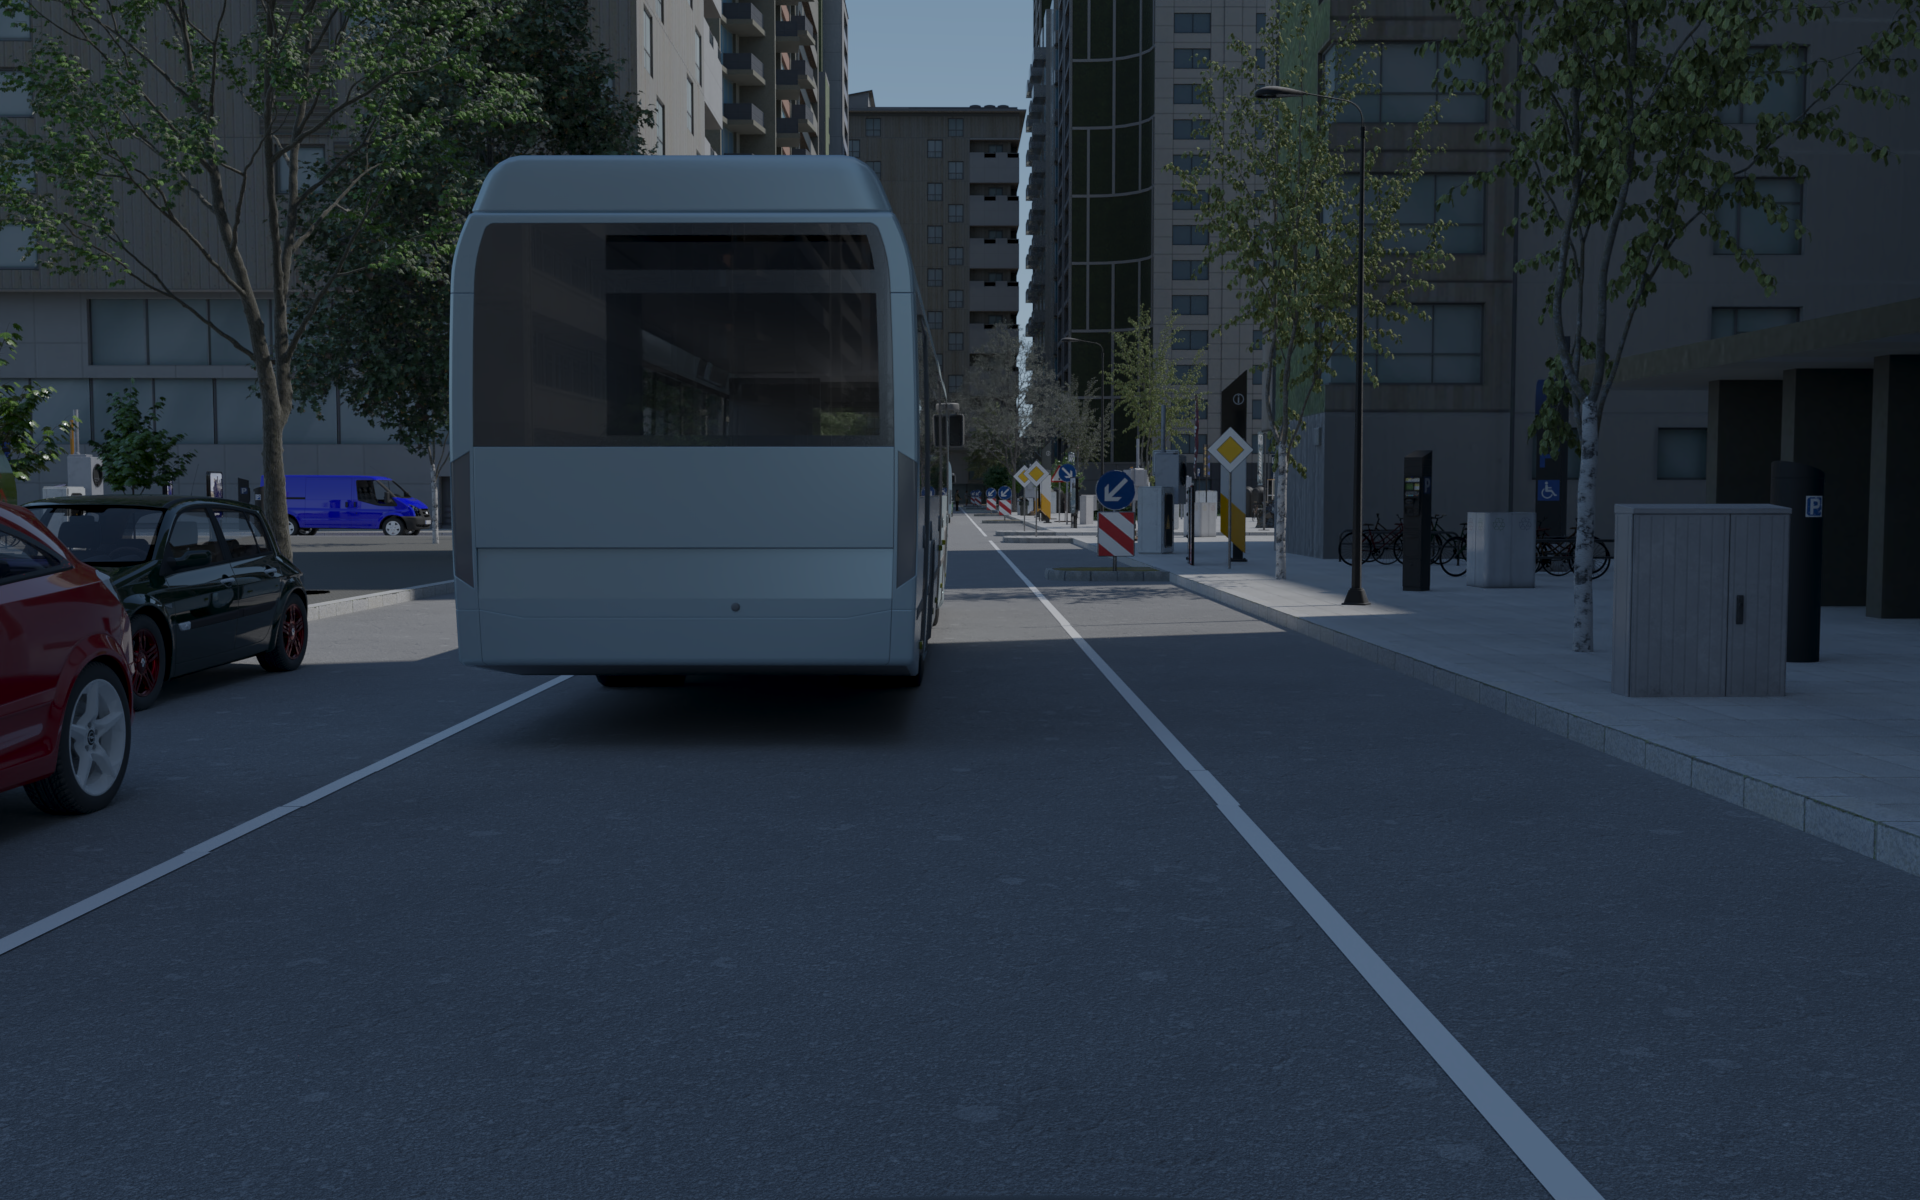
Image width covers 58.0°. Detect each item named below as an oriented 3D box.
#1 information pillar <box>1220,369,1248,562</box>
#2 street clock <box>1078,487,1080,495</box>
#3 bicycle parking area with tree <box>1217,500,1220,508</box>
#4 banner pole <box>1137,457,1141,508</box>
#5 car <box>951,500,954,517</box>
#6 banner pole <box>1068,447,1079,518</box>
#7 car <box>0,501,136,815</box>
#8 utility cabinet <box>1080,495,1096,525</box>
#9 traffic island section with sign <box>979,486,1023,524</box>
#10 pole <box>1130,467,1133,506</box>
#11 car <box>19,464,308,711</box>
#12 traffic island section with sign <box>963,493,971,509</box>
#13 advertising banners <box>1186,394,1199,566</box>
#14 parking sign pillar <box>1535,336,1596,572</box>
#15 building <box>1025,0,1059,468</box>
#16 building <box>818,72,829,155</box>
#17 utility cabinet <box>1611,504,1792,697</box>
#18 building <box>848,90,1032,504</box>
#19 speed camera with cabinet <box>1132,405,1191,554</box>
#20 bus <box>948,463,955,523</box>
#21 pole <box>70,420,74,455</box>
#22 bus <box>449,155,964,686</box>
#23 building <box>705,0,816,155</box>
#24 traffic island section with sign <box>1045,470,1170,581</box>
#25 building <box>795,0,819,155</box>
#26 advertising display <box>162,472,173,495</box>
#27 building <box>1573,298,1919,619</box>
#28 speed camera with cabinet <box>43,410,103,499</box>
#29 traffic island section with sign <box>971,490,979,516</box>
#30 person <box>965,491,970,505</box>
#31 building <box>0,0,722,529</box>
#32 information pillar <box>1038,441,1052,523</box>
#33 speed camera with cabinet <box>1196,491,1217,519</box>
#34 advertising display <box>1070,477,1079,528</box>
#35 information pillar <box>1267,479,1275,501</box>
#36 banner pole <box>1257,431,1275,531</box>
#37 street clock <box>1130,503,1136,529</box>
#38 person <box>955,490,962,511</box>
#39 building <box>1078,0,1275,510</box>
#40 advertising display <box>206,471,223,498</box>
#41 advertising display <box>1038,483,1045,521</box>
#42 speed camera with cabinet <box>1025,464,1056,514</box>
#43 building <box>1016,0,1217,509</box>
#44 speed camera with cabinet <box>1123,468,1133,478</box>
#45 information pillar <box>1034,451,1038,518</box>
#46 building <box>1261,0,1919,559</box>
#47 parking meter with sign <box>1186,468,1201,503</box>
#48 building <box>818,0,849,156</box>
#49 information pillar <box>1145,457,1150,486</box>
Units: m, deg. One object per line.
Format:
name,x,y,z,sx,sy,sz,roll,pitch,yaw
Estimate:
information pillar,5.185,-2.531,32.729,0.504,3.616,0.183,1,4,18
street clock,7.477,-6.501,110.855,0.471,2.002,0.358,0,4,-3
bicycle parking area with tree,20.810,-7.771,114.058,8.231,4.147,9.016,2,4,23
banner pole,10.684,-6.948,103.624,0.401,3.779,0.863,-1,4,-11
car,-1.395,-6.039,110.536,2.131,1.459,4.920,0,4,-2
banner pole,6.041,-6.226,91.806,0.863,3.779,0.401,-2,4,-34
car,-4.739,0.166,6.330,2.155,1.783,4.494,0,4,-1
utility cabinet,5.339,-3.790,73.127,0.306,1.237,1.020,1,4,22
traffic island section with sign,2.070,-4.665,84.903,1.989,1.847,2.006,0,4,0
pole,12.907,-8.360,130.529,0.158,3.312,0.155,0,3,0
car,-6.232,-0.175,12.640,2.009,1.686,4.222,0,3,0
traffic island section with sign,1.553,-9.350,161.493,1.989,1.847,2.006,0,4,0
advertising banners,4.192,-2.144,31.240,0.090,3.025,2.074,0,4,4
parking sign pillar,9.953,-2.485,29.099,1.447,3.967,1.447,1,4,23
building,17.908,-33.719,170.915,23.786,49.044,30.456,0,4,0
building,-19.692,-29.312,162.852,14.154,41.232,14.086,0,4,0
utility cabinet,4.721,0.007,11.042,1.020,1.237,0.306,0,4,-3
building,-3.265,-39.475,234.657,27.495,52.752,28.713,0,4,0
speed camera with cabinet,4.433,-2.659,37.808,0.660,3.252,2.038,1,4,22
bus,-1.701,-5.702,88.082,2.948,3.499,13.247,0,4,0
pole,-24.403,-3.298,47.772,0.158,3.312,0.155,0,3,0
bus,-1.462,-1.296,16.052,2.948,3.499,13.247,0,4,0
building,-21.190,-28.149,114.863,22.147,44.769,28.867,0,4,0
traffic island section with sign,2.458,-1.269,29.368,1.989,1.847,2.006,0,4,0
building,-23.201,-31.871,144.795,21.300,48.544,21.600,0,4,0
advertising display,-20.036,-2.361,43.822,0.123,1.923,0.974,-1,4,-17
building,19.152,-21.625,8.193,22.147,44.769,28.867,0,4,0
speed camera with cabinet,-20.445,-2.790,39.950,0.660,3.252,2.038,0,4,-5
traffic island section with sign,1.893,-6.314,111.857,1.989,1.847,2.006,0,4,0
person,0.794,-11.369,194.385,0.705,1.824,1.348,2,4,23
building,-25.062,-29.671,74.358,28.713,52.752,27.495,0,4,0
information pillar,3.779,-5.173,75.927,0.504,3.616,0.183,-2,4,-31
speed camera with cabinet,12.012,-5.729,88.007,2.038,3.252,0.660,-1,4,-10
advertising display,4.280,-3.656,64.993,0.123,1.923,0.974,-1,4,-9
information pillar,15.493,-4.994,86.145,0.304,2.012,0.304,3,5,41
banner pole,10.595,-4.328,60.776,0.401,3.779,0.863,2,4,33
street clock,6.377,-3.629,63.897,0.358,2.002,0.471,-2,4,-27
person,-0.199,-8.383,145.651,0.705,1.812,1.348,-1,4,-21
building,16.818,-43.185,144.321,20.563,71.187,20.611,0,4,0
advertising display,-21.291,-2.709,49.501,0.123,1.923,0.974,0,4,-4
advertising display,3.938,-4.663,81.453,0.123,1.923,0.974,2,4,29
speed camera with cabinet,5.292,-7.308,113.822,2.038,3.252,0.660,0,4,1
building,16.702,-46.328,195.717,20.563,71.187,20.611,0,4,0
speed camera with cabinet,6.903,-4.168,62.484,2.038,3.252,0.660,-2,4,-25
information pillar,4.290,-6.309,94.503,0.504,3.616,0.183,2,4,34
building,14.123,-21.783,39.754,14.154,41.232,14.086,0,4,0
parking meter with sign,15.311,-7.359,116.572,1.738,3.016,0.543,-1,4,-11
building,-26.895,-40.055,196.904,28.212,58.520,21.231,0,4,0
information pillar,11.975,-7.297,110.661,0.183,3.616,0.504,2,4,33
